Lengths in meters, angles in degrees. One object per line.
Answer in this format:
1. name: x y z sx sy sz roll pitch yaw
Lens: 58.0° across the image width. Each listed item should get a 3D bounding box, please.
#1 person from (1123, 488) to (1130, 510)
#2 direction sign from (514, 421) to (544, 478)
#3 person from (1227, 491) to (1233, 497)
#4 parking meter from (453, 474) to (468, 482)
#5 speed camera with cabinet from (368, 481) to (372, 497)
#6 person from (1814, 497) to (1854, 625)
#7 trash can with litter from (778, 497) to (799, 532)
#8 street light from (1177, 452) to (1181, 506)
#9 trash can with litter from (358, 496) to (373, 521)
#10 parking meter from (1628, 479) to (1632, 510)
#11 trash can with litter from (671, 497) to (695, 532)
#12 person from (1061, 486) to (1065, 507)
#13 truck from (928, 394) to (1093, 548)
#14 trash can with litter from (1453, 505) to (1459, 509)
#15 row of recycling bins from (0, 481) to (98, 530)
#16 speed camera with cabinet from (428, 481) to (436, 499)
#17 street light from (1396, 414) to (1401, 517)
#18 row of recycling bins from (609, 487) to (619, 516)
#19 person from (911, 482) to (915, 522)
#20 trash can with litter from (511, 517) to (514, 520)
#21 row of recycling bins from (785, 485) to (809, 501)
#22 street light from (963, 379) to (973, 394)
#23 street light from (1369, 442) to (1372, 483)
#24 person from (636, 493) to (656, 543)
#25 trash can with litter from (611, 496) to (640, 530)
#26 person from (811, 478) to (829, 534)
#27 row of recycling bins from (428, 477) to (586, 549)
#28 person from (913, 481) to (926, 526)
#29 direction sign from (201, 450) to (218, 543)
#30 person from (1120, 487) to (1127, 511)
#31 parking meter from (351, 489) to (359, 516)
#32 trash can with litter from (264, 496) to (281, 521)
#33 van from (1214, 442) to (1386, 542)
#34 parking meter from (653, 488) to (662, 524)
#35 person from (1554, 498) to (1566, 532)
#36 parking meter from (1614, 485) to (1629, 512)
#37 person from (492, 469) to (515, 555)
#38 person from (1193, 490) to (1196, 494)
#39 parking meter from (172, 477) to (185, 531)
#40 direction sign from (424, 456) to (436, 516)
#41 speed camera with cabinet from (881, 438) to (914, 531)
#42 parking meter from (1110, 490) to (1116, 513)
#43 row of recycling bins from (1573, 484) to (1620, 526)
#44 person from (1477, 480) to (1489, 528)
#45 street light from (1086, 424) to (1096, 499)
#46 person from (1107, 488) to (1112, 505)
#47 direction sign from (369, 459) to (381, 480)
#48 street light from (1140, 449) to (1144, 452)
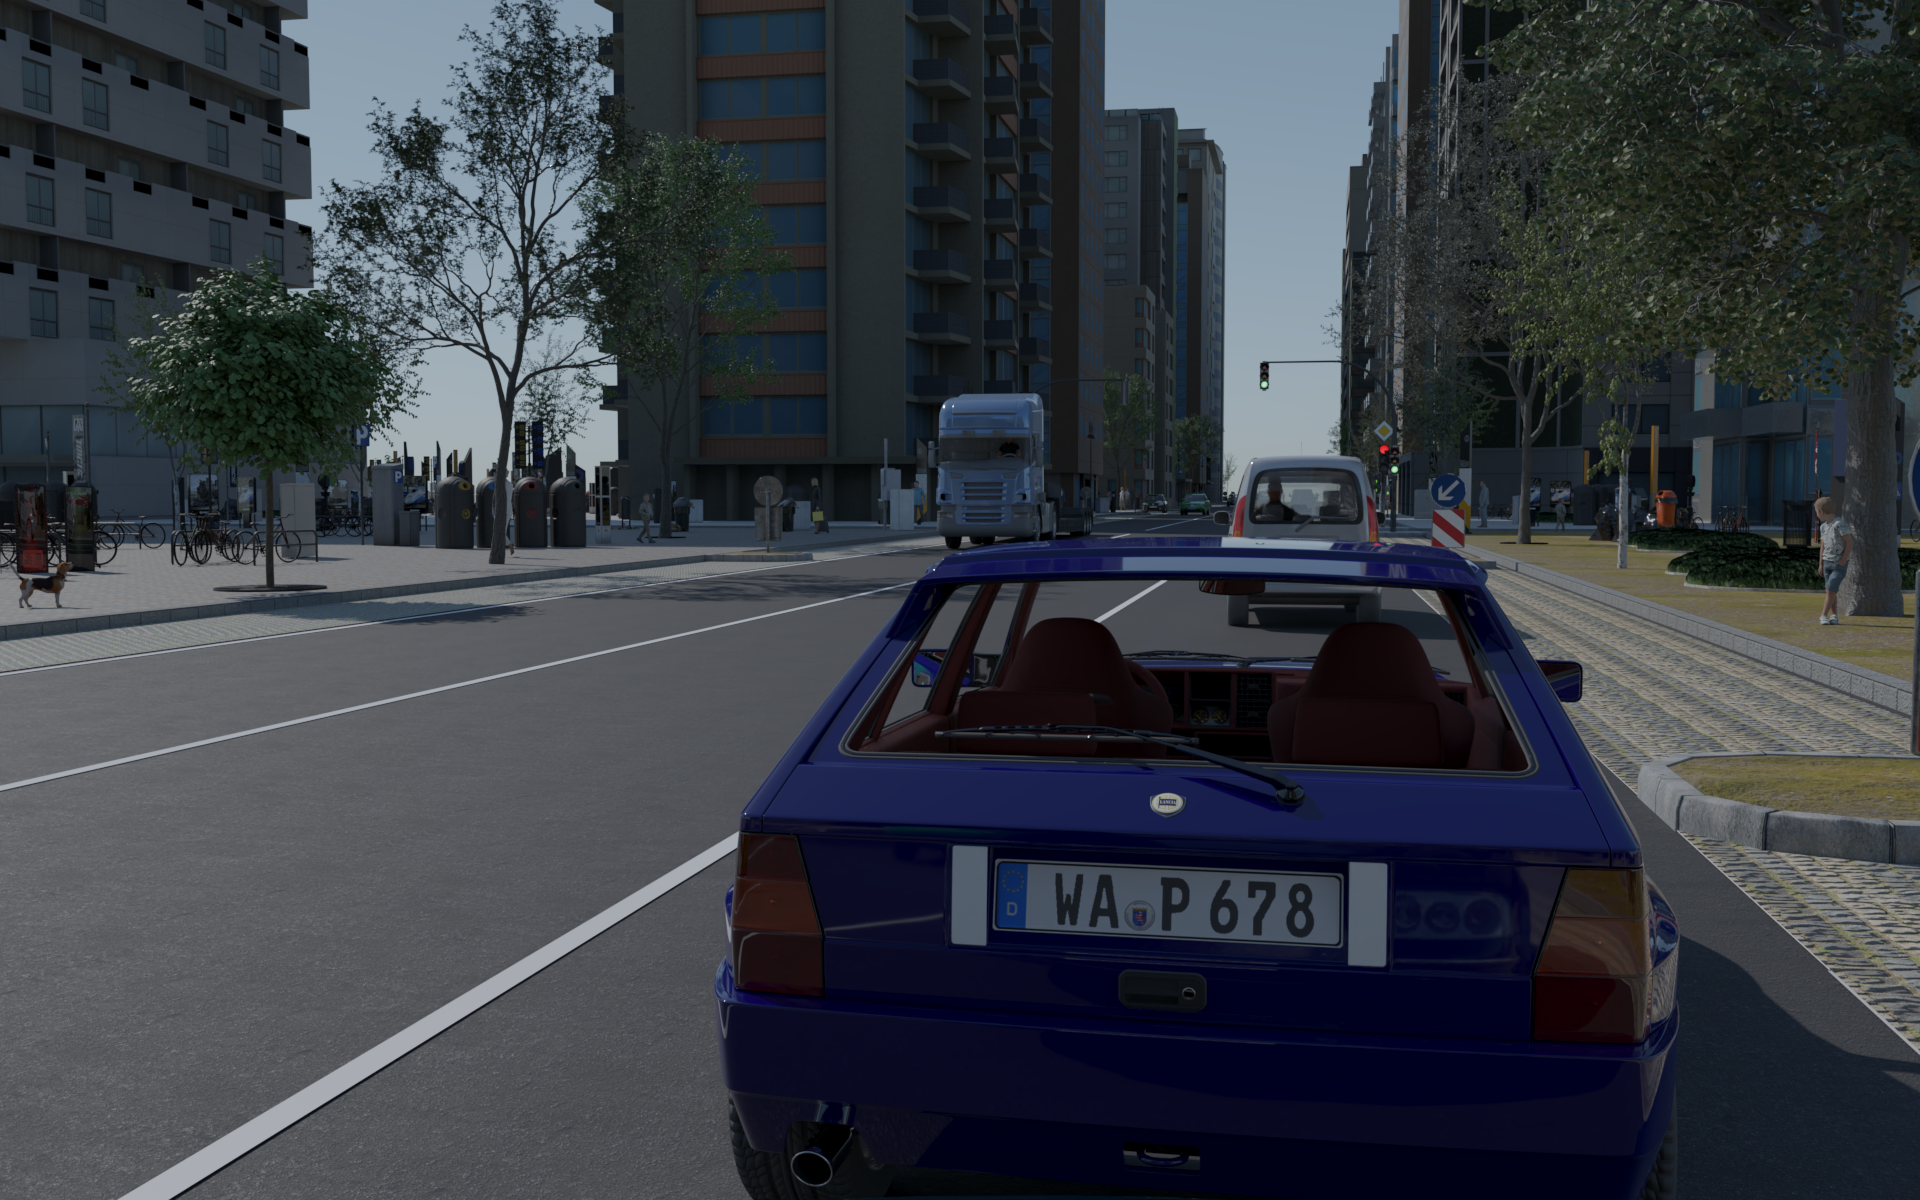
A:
1. person: 13.169 -7.990 136.905 0.641 1.798 0.478 3 5 44
2. direction sign: -13.381 -3.783 53.849 0.876 3.537 0.379 0 4 -8
3. person: 36.687 -13.790 233.982 1.348 1.822 0.705 0 4 -7
4. parking meter: -14.365 -2.704 49.921 0.399 1.863 0.255 1 4 17
5. speed camera with cabinet: -40.655 -7.705 120.313 2.038 3.252 0.660 2 4 23
6. person: 8.578 -0.385 17.024 0.352 1.250 0.332 2 4 25
7. trash can with litter: -6.010 -2.886 58.568 0.624 1.170 1.055 3 5 44
8. street light: 23.304 -12.950 184.520 0.468 5.910 1.993 1 4 11
9. trash can with litter: -28.064 -4.426 83.430 2.233 1.210 1.678 -2 4 -28
10. parking meter: 25.213 -3.663 65.601 0.399 1.863 0.255 -1 4 -22
11. trash can with litter: -9.478 -2.897 58.750 0.624 1.170 1.055 1 4 15
12. person: 6.396 -6.345 109.814 0.581 1.822 0.654 1 4 16
13. truck: 2.004 -3.825 52.304 2.967 4.110 18.799 1 4 9
14. trash can with litter: 25.192 -4.701 88.249 0.624 1.170 1.055 2 4 34
15. row of recycling bins: -28.145 -2.831 53.398 3.534 1.692 1.069 1 4 17
16. speed camera with cabinet: -41.133 -8.534 133.873 0.660 3.252 2.038 3 4 39
17. street light: 24.591 -7.637 97.645 0.468 5.910 1.993 1 4 11
18. row of recycling bins: -20.982 -5.908 103.703 1.069 1.692 3.534 -2 4 -25
19. person: -2.033 -4.240 75.607 0.529 1.795 0.600 -3 5 -42
20. trash can with litter: -22.024 -4.637 86.867 1.678 1.210 2.233 -1 4 -13
21. row of recycling bins: -7.345 -4.338 78.036 1.069 1.692 3.534 0 4 -2
22. street light: 0.337 -5.931 69.757 0.468 5.910 1.993 1 4 11
23. street light: 32.638 -10.098 137.892 0.468 5.910 1.993 1 4 11
24. person: -8.180 -2.135 45.223 0.640 1.303 0.475 1 4 19
25. trash can with litter: -12.421 -3.168 62.854 1.678 1.210 2.233 1 4 21
26. person: -4.537 -3.044 56.030 0.699 1.804 1.509 1 4 16
27. row of recycling bins: -10.745 -2.099 41.438 3.534 1.692 1.069 -2 4 -27
28. person: -1.683 -3.937 70.424 0.660 1.820 0.620 0 4 8
29. direction sign: -19.799 -3.285 45.699 0.876 3.537 0.379 3 5 40
30. person: 12.285 -7.600 130.534 0.641 1.798 0.478 3 4 37
31. parking meter: -31.823 -5.056 91.071 0.372 1.533 0.369 0 3 0
32. trash can with litter: -33.156 -4.464 84.040 1.678 1.210 2.233 1 4 9
33. van: 3.946 -0.800 20.086 2.013 2.044 4.112 1 4 9
34. parking meter: -13.180 -4.105 75.528 0.372 1.533 0.369 0 3 0
35. person: 21.688 -3.046 62.582 0.640 1.303 0.475 -3 5 -43
36. parking meter: 18.887 -2.512 49.475 0.372 1.533 0.369 0 3 0
37. person: -9.230 -1.787 35.143 0.514 1.842 0.818 1 4 22
38. person: 20.796 -8.856 153.299 0.705 1.823 1.348 -1 4 -16
39. parking meter: -27.088 -3.322 60.024 0.399 1.863 0.255 2 4 29
40. direction sign: -31.566 -6.819 103.493 0.876 3.537 0.379 -1 4 -17
41. speed camera with cabinet: -2.213 -4.084 61.109 0.660 3.252 2.038 -1 4 -21
42. parking meter: 10.503 -6.751 118.797 0.372 1.533 0.369 0 3 0
43. row of recycling bins: 26.596 -3.948 71.656 3.534 1.692 1.069 -3 5 -40
44. person: 20.032 -3.675 66.229 0.391 1.810 0.635 0 4 7
45. street light: 8.267 -8.359 109.460 0.468 5.910 1.993 1 4 11
46. person: 12.471 -8.373 143.307 0.716 1.782 0.532 -2 4 -26
47. direction sign: -38.216 -7.421 113.332 0.876 3.537 0.379 1 4 15
48. street light: 15.339 -10.527 144.902 0.468 5.910 1.993 1 4 11
